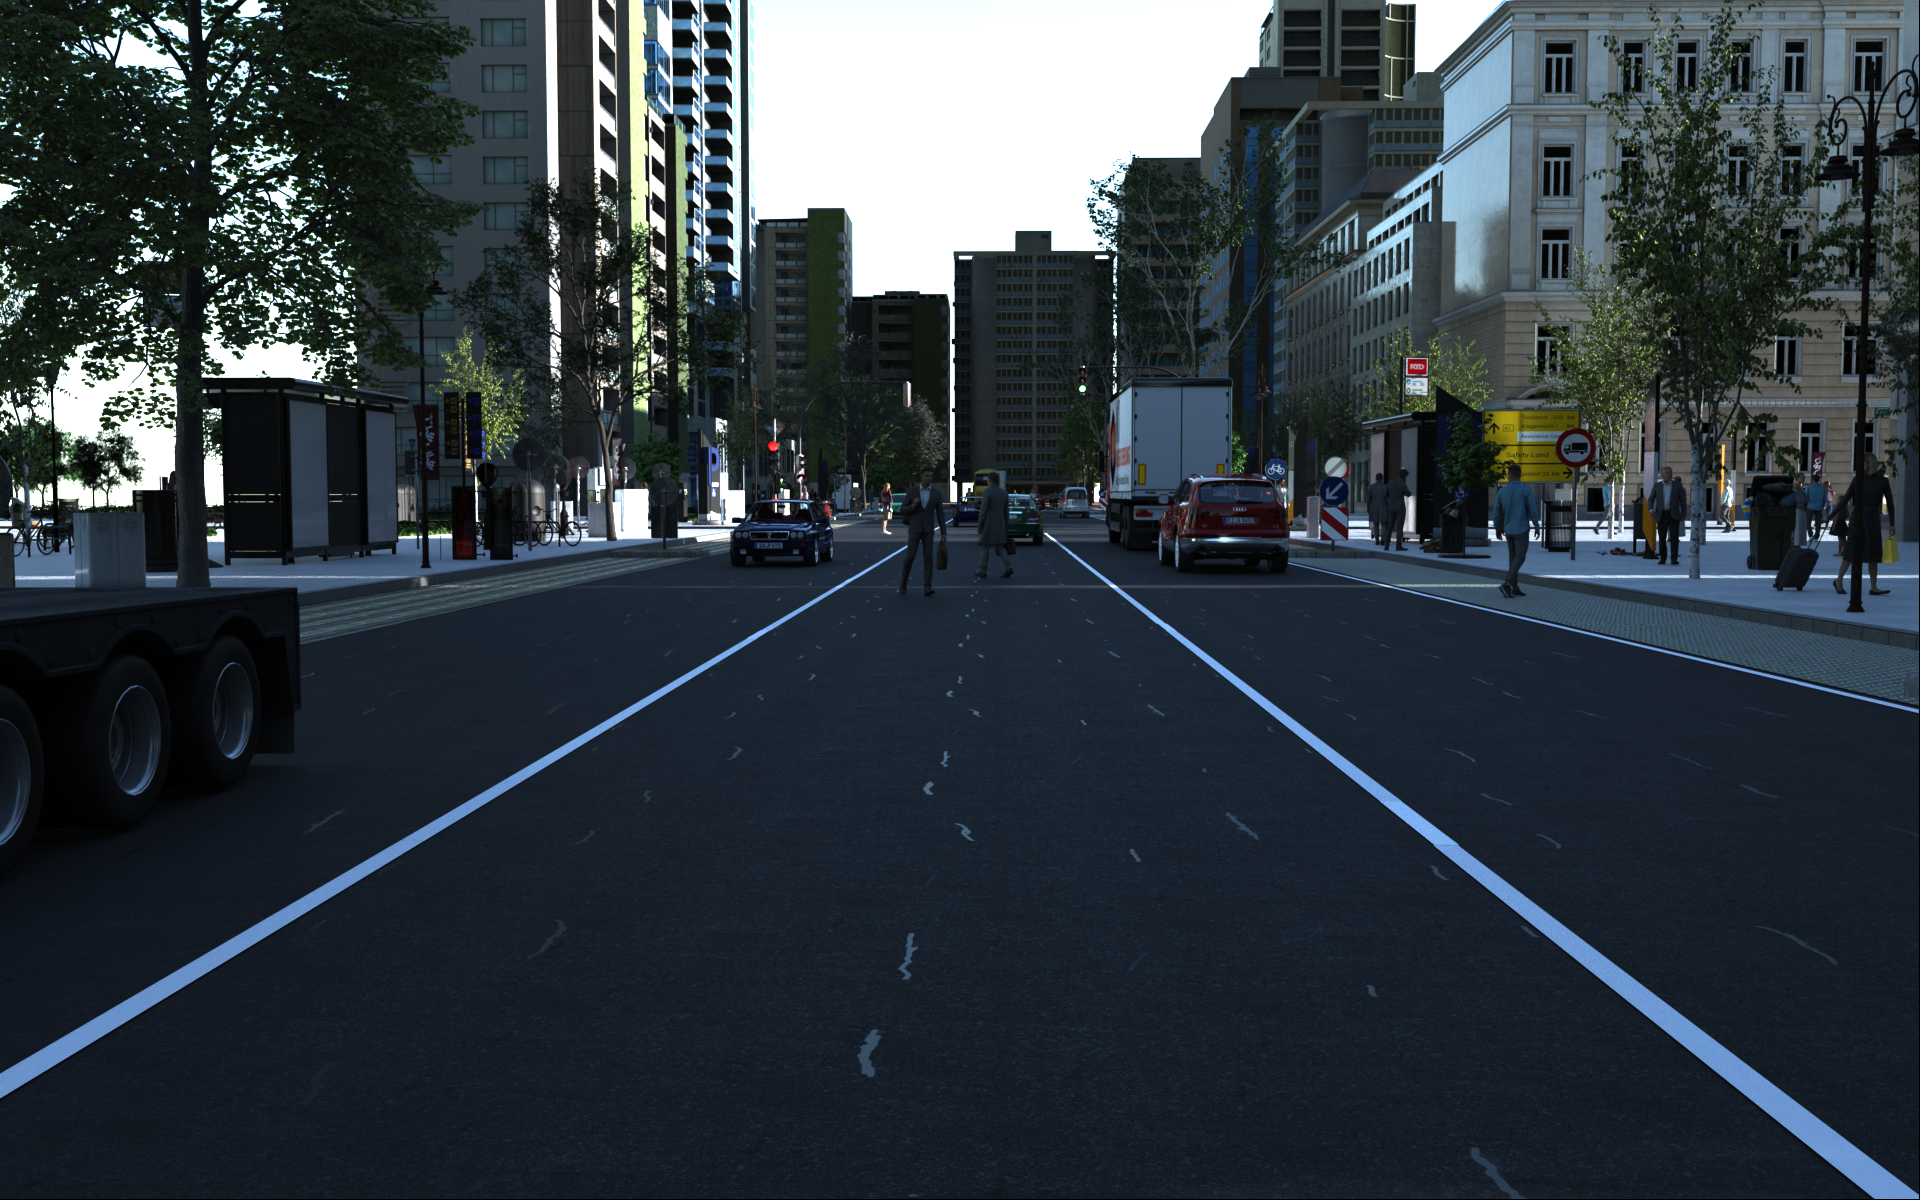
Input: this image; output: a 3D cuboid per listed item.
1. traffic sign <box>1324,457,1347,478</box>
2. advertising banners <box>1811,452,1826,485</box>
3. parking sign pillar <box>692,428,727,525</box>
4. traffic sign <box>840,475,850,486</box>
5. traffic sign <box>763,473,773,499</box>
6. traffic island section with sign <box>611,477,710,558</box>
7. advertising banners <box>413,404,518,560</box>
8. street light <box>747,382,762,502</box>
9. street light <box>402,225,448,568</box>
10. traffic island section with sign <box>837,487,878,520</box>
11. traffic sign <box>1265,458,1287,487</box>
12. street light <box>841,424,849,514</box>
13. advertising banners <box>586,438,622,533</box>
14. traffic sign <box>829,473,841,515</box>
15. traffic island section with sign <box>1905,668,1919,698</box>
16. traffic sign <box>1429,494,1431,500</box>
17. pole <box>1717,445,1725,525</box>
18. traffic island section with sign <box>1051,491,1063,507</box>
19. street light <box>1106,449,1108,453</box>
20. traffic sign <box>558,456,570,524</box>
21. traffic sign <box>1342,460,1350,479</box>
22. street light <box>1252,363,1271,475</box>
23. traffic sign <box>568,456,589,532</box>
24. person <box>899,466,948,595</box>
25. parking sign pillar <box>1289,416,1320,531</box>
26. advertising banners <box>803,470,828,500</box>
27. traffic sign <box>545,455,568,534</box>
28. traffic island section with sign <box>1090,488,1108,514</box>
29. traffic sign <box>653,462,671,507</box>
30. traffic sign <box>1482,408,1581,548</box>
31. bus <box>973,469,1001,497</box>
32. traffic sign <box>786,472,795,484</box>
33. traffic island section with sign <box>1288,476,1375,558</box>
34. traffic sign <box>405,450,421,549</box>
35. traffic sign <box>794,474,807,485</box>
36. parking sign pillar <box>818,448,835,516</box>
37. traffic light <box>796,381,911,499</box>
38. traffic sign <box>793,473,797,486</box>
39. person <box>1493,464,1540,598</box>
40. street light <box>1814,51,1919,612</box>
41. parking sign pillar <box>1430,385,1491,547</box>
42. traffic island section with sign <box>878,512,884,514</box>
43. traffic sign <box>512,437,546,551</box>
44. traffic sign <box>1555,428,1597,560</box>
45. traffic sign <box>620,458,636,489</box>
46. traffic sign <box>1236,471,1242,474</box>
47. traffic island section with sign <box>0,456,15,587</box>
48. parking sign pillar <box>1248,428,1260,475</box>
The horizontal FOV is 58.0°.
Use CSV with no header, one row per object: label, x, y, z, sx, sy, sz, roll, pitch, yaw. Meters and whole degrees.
traffic sign,12.774,-3.599,58.951,0.768,2.556,0.104,1,4,10
advertising banners,34.953,-4.657,72.333,2.074,3.025,0.090,2,4,25
parking sign pillar,-10.397,-5.097,71.805,1.447,3.967,1.447,1,4,16
traffic sign,-7.731,-7.078,115.459,0.795,2.593,0.064,0,4,3
traffic sign,-11.600,-6.452,105.489,0.884,2.594,0.081,0,4,5
traffic island section with sign,-6.776,-1.886,39.466,1.989,1.847,2.006,0,4,1
advertising banners,-9.664,-2.300,33.795,2.074,3.025,0.090,0,4,7
street light,-8.433,-6.029,71.365,0.468,5.910,1.993,0,4,1
street light,-9.267,-3.491,29.873,0.468,5.910,1.993,0,4,1
traffic island section with sign,-5.666,-5.269,94.769,1.989,1.847,2.006,0,4,1
traffic sign,11.305,-3.785,61.998,0.768,2.556,0.104,1,4,8
street light,-7.584,-8.641,114.075,0.468,5.910,1.993,0,4,1
advertising banners,-11.267,-3.588,54.850,0.090,3.025,2.074,-3,5,-44
traffic sign,-7.626,-6.449,105.546,0.768,2.556,0.104,0,4,5
traffic island section with sign,7.689,-0.194,11.792,1.989,1.847,2.006,0,4,1
traffic sign,15.245,-3.429,56.177,0.768,2.556,0.104,0,4,3
pole,31.532,-4.767,71.784,0.158,3.312,0.155,0,3,0
traffic island section with sign,11.457,-11.644,199.009,1.989,1.847,2.006,0,4,1
street light,12.354,-10.462,143.849,0.468,5.910,1.993,0,4,1
traffic sign,-13.215,-3.479,56.989,0.768,2.556,0.104,1,4,11
traffic sign,13.453,-3.757,61.534,0.768,2.556,0.104,0,4,7
street light,10.630,-5.406,61.183,0.468,5.910,1.993,0,4,1
traffic sign,-12.835,-3.554,58.217,0.768,2.556,0.104,0,4,2
person,-0.531,-0.987,24.600,0.622,1.834,0.822,-1,4,-21
parking sign pillar,12.011,-4.396,60.345,1.447,3.967,1.447,0,4,-5
advertising banners,-10.348,-7.715,122.330,2.074,3.025,0.090,0,4,-5
traffic sign,-13.105,-3.435,56.268,0.768,2.556,0.104,0,4,8
traffic island section with sign,9.902,-6.917,121.718,1.989,1.847,2.006,0,4,1
traffic sign,-12.040,-4.266,69.855,0.768,2.556,0.104,1,4,10
traffic sign,13.628,-2.906,41.394,2.265,3.308,0.079,0,4,8
bus,2.660,-10.948,170.541,2.896,3.916,12.252,0,4,1
traffic sign,-10.006,-6.210,101.634,0.768,2.556,0.104,1,4,9
traffic island section with sign,8.243,-1.880,39.359,1.989,1.847,2.006,0,4,1
traffic sign,-12.652,-2.339,40.379,0.606,2.300,0.079,1,4,8
traffic sign,-9.298,-6.152,100.686,0.768,2.556,0.104,0,4,3
parking sign pillar,-8.043,-6.895,101.200,1.447,3.967,1.447,-1,4,-10
traffic light,-4.360,-5.824,69.898,4.771,5.953,1.251,0,4,1
traffic sign,-10.066,-6.409,104.899,0.768,2.556,0.104,1,4,9
person,7.626,-0.953,23.949,0.748,1.841,0.638,-2,4,-34
street light,9.750,-2.807,18.678,0.468,5.910,1.993,0,4,1
parking sign pillar,12.334,-3.308,42.565,1.447,3.967,1.447,1,4,18
traffic island section with sign,-5.119,-6.926,121.868,1.989,1.847,2.006,0,4,1
traffic sign,-9.692,-2.377,38.978,0.768,2.556,0.104,0,4,1
traffic sign,11.895,-2.044,33.533,0.768,2.556,0.104,0,4,8
traffic sign,-11.915,-3.766,61.679,0.768,2.556,0.104,0,4,3
traffic sign,15.517,-5.925,96.977,0.768,2.556,0.104,0,4,7
traffic island section with sign,-7.325,-0.220,12.233,1.989,1.847,2.006,0,4,1
parking sign pillar,11.918,-4.980,69.896,1.447,3.967,1.447,1,4,13
